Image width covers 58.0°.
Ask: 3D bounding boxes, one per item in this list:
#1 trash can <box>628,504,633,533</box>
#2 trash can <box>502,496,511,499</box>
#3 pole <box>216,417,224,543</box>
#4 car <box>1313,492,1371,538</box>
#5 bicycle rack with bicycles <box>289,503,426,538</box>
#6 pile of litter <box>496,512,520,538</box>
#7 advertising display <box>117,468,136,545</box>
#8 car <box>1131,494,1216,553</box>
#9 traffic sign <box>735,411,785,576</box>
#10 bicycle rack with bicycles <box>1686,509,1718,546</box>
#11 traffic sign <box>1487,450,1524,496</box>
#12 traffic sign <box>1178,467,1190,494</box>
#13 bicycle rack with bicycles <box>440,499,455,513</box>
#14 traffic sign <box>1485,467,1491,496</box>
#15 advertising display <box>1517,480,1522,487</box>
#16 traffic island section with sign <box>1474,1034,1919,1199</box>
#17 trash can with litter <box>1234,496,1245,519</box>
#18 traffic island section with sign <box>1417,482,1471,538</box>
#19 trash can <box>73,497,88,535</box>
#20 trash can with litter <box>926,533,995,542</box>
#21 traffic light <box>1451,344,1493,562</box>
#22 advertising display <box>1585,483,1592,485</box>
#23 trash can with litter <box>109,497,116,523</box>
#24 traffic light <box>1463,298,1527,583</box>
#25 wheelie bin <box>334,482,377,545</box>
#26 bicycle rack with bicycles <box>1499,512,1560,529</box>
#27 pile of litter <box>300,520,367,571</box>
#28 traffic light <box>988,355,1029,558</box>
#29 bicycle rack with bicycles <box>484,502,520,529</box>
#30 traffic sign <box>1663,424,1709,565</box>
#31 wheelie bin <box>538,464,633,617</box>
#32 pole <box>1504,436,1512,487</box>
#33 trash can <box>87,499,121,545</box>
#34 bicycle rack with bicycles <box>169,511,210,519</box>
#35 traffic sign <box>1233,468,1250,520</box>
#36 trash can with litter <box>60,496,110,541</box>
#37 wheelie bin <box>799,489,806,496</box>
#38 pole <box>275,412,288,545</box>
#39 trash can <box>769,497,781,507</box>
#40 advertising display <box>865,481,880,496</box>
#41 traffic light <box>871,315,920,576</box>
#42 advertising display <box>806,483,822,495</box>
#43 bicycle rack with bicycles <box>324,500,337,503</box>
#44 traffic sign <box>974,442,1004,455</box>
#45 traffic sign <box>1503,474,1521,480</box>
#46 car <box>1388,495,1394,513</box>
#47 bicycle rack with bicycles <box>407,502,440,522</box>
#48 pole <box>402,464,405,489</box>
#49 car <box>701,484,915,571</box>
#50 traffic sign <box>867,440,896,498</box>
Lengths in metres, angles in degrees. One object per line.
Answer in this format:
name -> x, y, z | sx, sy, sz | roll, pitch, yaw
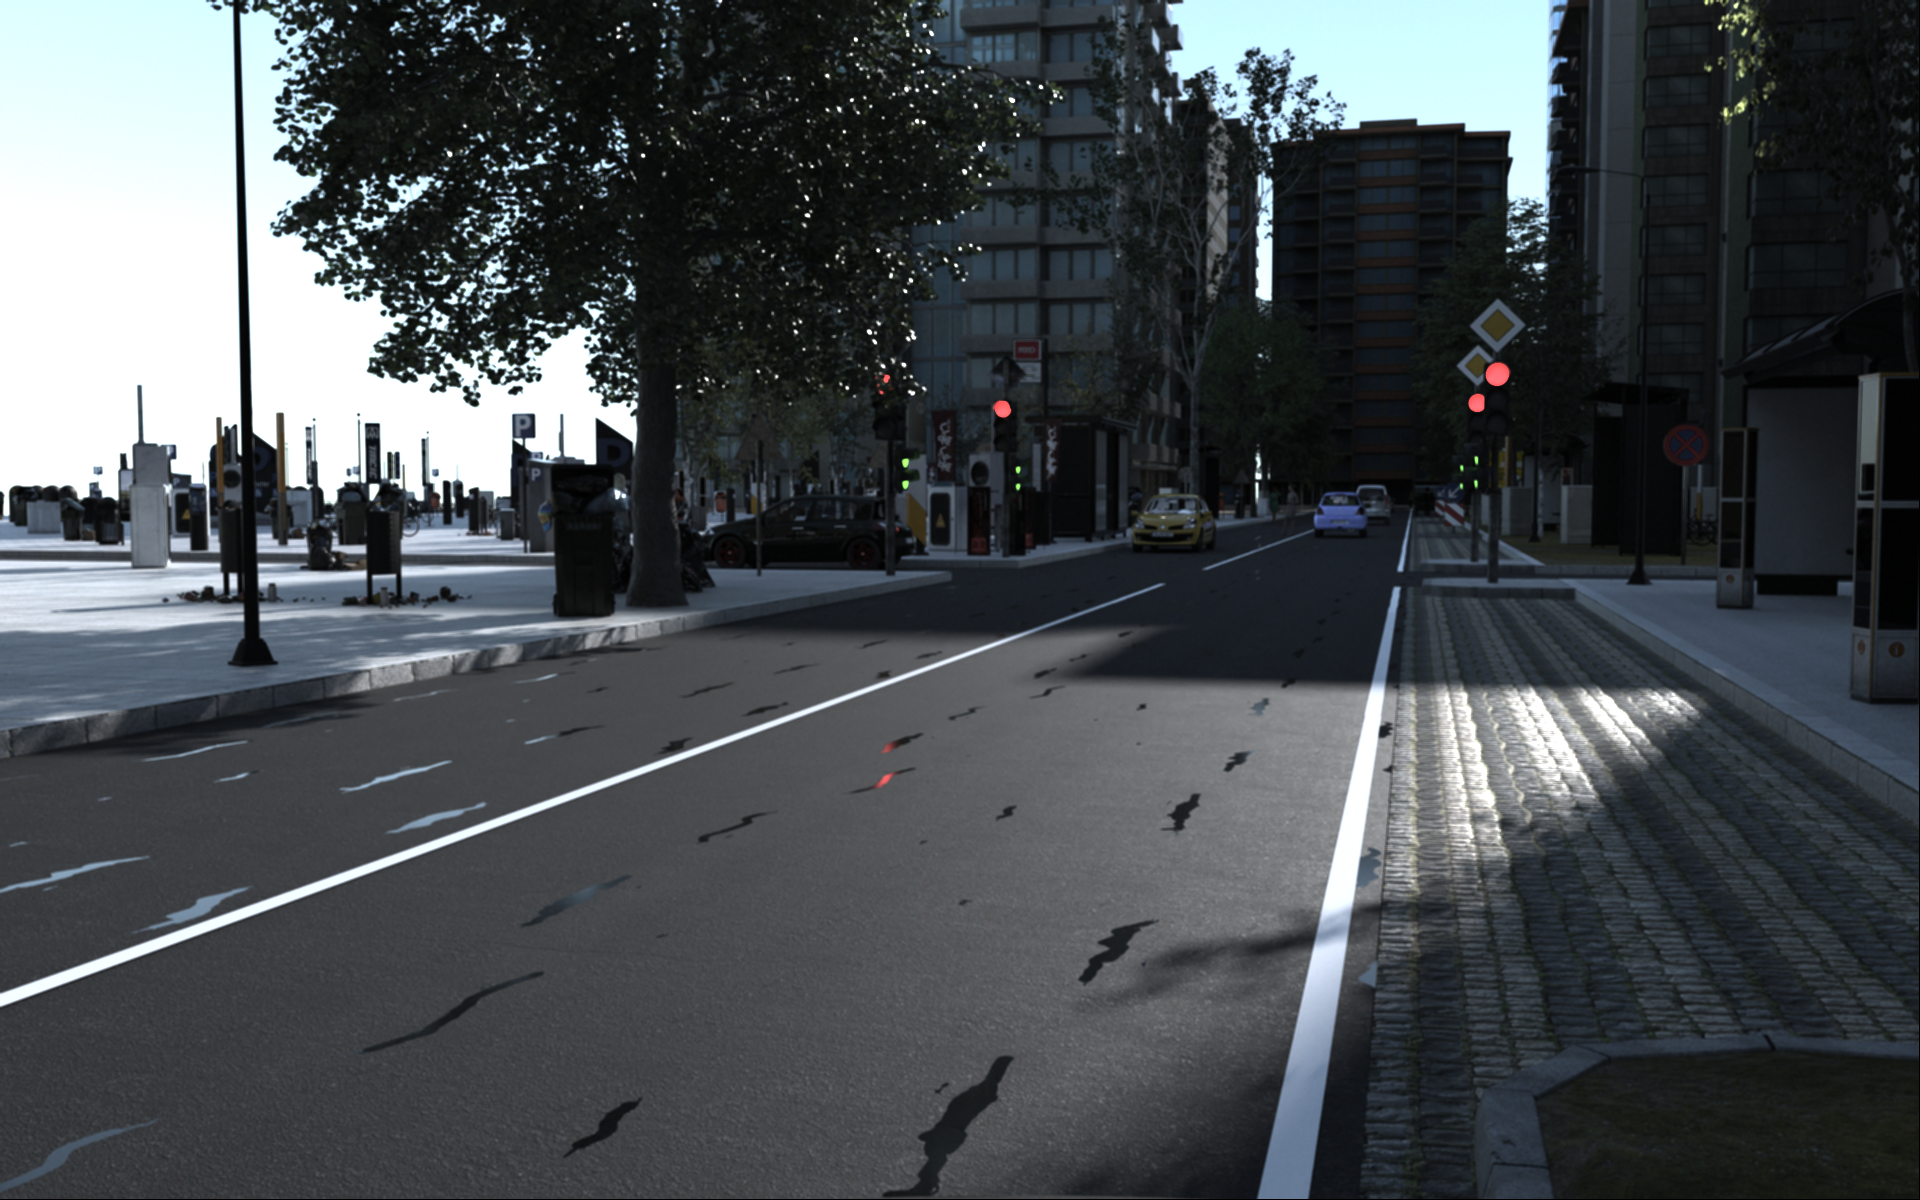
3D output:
trash can -> -10.613, -2.749, 56.606 | 0.748, 1.137, 0.748 | 0, 3, 0
trash can -> -29.242, -6.138, 112.003 | 0.748, 1.137, 0.748 | 0, 3, 0
pole -> -19.511, -3.171, 45.691 | 0.158, 3.312, 0.155 | 0, 3, 0
car -> 12.829, -2.976, 58.250 | 1.945, 1.707, 3.694 | 1, 4, 14
bicycle rack with bicycles -> -17.876, -2.319, 51.303 | 2.925, 0.926, 2.852 | 0, 4, 5
pile of litter -> -12.947, -2.250, 50.758 | 1.176, 0.858, 1.719 | -2, 4, -32
advertising display -> -20.653, -2.349, 43.618 | 0.974, 1.923, 0.123 | -3, 4, -36
car -> 5.424, -2.052, 43.769 | 2.015, 1.641, 3.980 | 1, 4, 15
traffic sign -> -3.140, -1.652, 27.018 | 0.884, 2.594, 0.081 | 2, 4, 23
bicycle rack with bicycles -> 18.072, -1.862, 43.819 | 2.925, 0.926, 2.852 | 1, 4, 17
traffic sign -> 25.413, -5.286, 80.298 | 2.265, 3.308, 0.079 | 1, 4, 21
traffic sign -> 10.541, -4.937, 80.828 | 0.768, 2.556, 0.104 | 1, 4, 15
bicycle rack with bicycles -> -35.703, -6.523, 120.035 | 2.925, 0.926, 2.852 | -2, 4, -27
traffic sign -> 23.687, -4.763, 77.983 | 0.768, 2.556, 0.104 | 1, 4, 21
advertising display -> 25.318, -4.428, 77.611 | 0.974, 1.923, 0.123 | -2, 4, -24
traffic island section with sign -> 1.963, 0.343, 3.019 | 1.989, 1.847, 2.006 | 1, 4, 15
trash can with litter -> 14.494, -4.829, 90.347 | 0.624, 1.170, 1.055 | 0, 4, -7
traffic island section with sign -> 16.013, -2.932, 56.564 | 1.989, 1.847, 2.006 | 1, 4, 15
trash can -> -27.702, -2.643, 54.873 | 0.748, 1.137, 0.748 | 0, 3, 0
trash can with litter -> 0.181, -2.158, 46.345 | 2.233, 1.210, 1.678 | -1, 4, -23
traffic light -> 9.715, -2.676, 32.667 | 0.839, 4.253, 0.868 | 1, 4, 15
advertising display -> 36.604, -5.797, 99.997 | 0.974, 1.923, 0.123 | 2, 4, 32
trash can with litter -> -37.472, -3.979, 76.446 | 0.624, 1.170, 1.055 | -2, 4, -35
traffic light -> 7.688, -2.203, 24.942 | 0.839, 4.253, 0.868 | 1, 4, 15
wheelie bin -> -15.371, -2.191, 43.732 | 0.980, 1.594, 0.693 | 3, 5, 44
bicycle rack with bicycles -> 20.975, -3.066, 63.505 | 2.925, 0.926, 2.852 | -1, 4, -13
pile of litter -> -10.668, -0.952, 29.535 | 1.176, 0.858, 1.719 | -1, 4, -14
traffic light -> 0.946, -2.815, 34.943 | 0.839, 4.253, 0.868 | 1, 4, 15
bicycle rack with bicycles -> -16.656, -3.117, 64.350 | 2.852, 0.926, 2.925 | -1, 4, -12
traffic sign -> 13.159, -1.916, 31.433 | 0.768, 2.556, 0.104 | 1, 4, 22
wheelie bin -> -3.939, -0.633, 18.254 | 0.980, 1.594, 0.693 | -1, 4, -13
pole -> 19.278, -4.105, 60.965 | 0.158, 3.312, 0.155 | 0, 3, 0
trash can -> -21.645, -1.979, 44.013 | 0.748, 1.137, 0.748 | 0, 3, 0
bicycle rack with bicycles -> -29.963, -3.382, 68.673 | 2.852, 0.926, 2.925 | 0, 4, 2
traffic sign -> 14.117, -5.314, 86.889 | 0.884, 2.594, 0.081 | 1, 4, 16
trash can with litter -> -24.190, -2.221, 47.694 | 1.055, 1.170, 0.624 | 0, 4, 5
wheelie bin -> -9.379, -5.723, 101.486 | 0.980, 1.594, 0.693 | -2, 4, -31
pole -> -16.928, -3.019, 43.209 | 0.158, 3.312, 0.155 | 0, 3, 0
trash can -> -8.933, -4.375, 83.184 | 0.748, 1.137, 0.748 | 0, 3, 0
advertising display -> -4.413, -4.927, 85.771 | 0.974, 1.923, 0.123 | -2, 4, -23
traffic light -> -1.081, -2.342, 27.219 | 0.839, 4.253, 0.868 | 1, 4, 15
advertising display -> -8.478, -5.835, 100.618 | 0.974, 1.923, 0.123 | -2, 4, -33
bicycle rack with bicycles -> -39.275, -5.782, 107.923 | 2.852, 0.926, 2.925 | 2, 4, 27
traffic sign -> 0.694, -2.564, 42.029 | 0.768, 2.556, 0.104 | 1, 4, 18
traffic sign -> 25.416, -4.811, 79.853 | 0.795, 2.450, 0.064 | 1, 4, 20
car -> 33.104, -7.574, 136.197 | 2.083, 1.381, 4.827 | 1, 4, 16
bicycle rack with bicycles -> -25.207, -3.946, 77.903 | 2.925, 0.926, 2.852 | -1, 4, -23
pole -> -37.401, -7.502, 116.501 | 0.158, 3.312, 0.155 | 0, 3, 0
car -> -2.944, -1.418, 32.963 | 4.222, 1.686, 2.009 | 1, 4, 13
traffic sign -> -1.494, -2.157, 35.270 | 0.884, 2.594, 0.081 | 1, 4, 19
